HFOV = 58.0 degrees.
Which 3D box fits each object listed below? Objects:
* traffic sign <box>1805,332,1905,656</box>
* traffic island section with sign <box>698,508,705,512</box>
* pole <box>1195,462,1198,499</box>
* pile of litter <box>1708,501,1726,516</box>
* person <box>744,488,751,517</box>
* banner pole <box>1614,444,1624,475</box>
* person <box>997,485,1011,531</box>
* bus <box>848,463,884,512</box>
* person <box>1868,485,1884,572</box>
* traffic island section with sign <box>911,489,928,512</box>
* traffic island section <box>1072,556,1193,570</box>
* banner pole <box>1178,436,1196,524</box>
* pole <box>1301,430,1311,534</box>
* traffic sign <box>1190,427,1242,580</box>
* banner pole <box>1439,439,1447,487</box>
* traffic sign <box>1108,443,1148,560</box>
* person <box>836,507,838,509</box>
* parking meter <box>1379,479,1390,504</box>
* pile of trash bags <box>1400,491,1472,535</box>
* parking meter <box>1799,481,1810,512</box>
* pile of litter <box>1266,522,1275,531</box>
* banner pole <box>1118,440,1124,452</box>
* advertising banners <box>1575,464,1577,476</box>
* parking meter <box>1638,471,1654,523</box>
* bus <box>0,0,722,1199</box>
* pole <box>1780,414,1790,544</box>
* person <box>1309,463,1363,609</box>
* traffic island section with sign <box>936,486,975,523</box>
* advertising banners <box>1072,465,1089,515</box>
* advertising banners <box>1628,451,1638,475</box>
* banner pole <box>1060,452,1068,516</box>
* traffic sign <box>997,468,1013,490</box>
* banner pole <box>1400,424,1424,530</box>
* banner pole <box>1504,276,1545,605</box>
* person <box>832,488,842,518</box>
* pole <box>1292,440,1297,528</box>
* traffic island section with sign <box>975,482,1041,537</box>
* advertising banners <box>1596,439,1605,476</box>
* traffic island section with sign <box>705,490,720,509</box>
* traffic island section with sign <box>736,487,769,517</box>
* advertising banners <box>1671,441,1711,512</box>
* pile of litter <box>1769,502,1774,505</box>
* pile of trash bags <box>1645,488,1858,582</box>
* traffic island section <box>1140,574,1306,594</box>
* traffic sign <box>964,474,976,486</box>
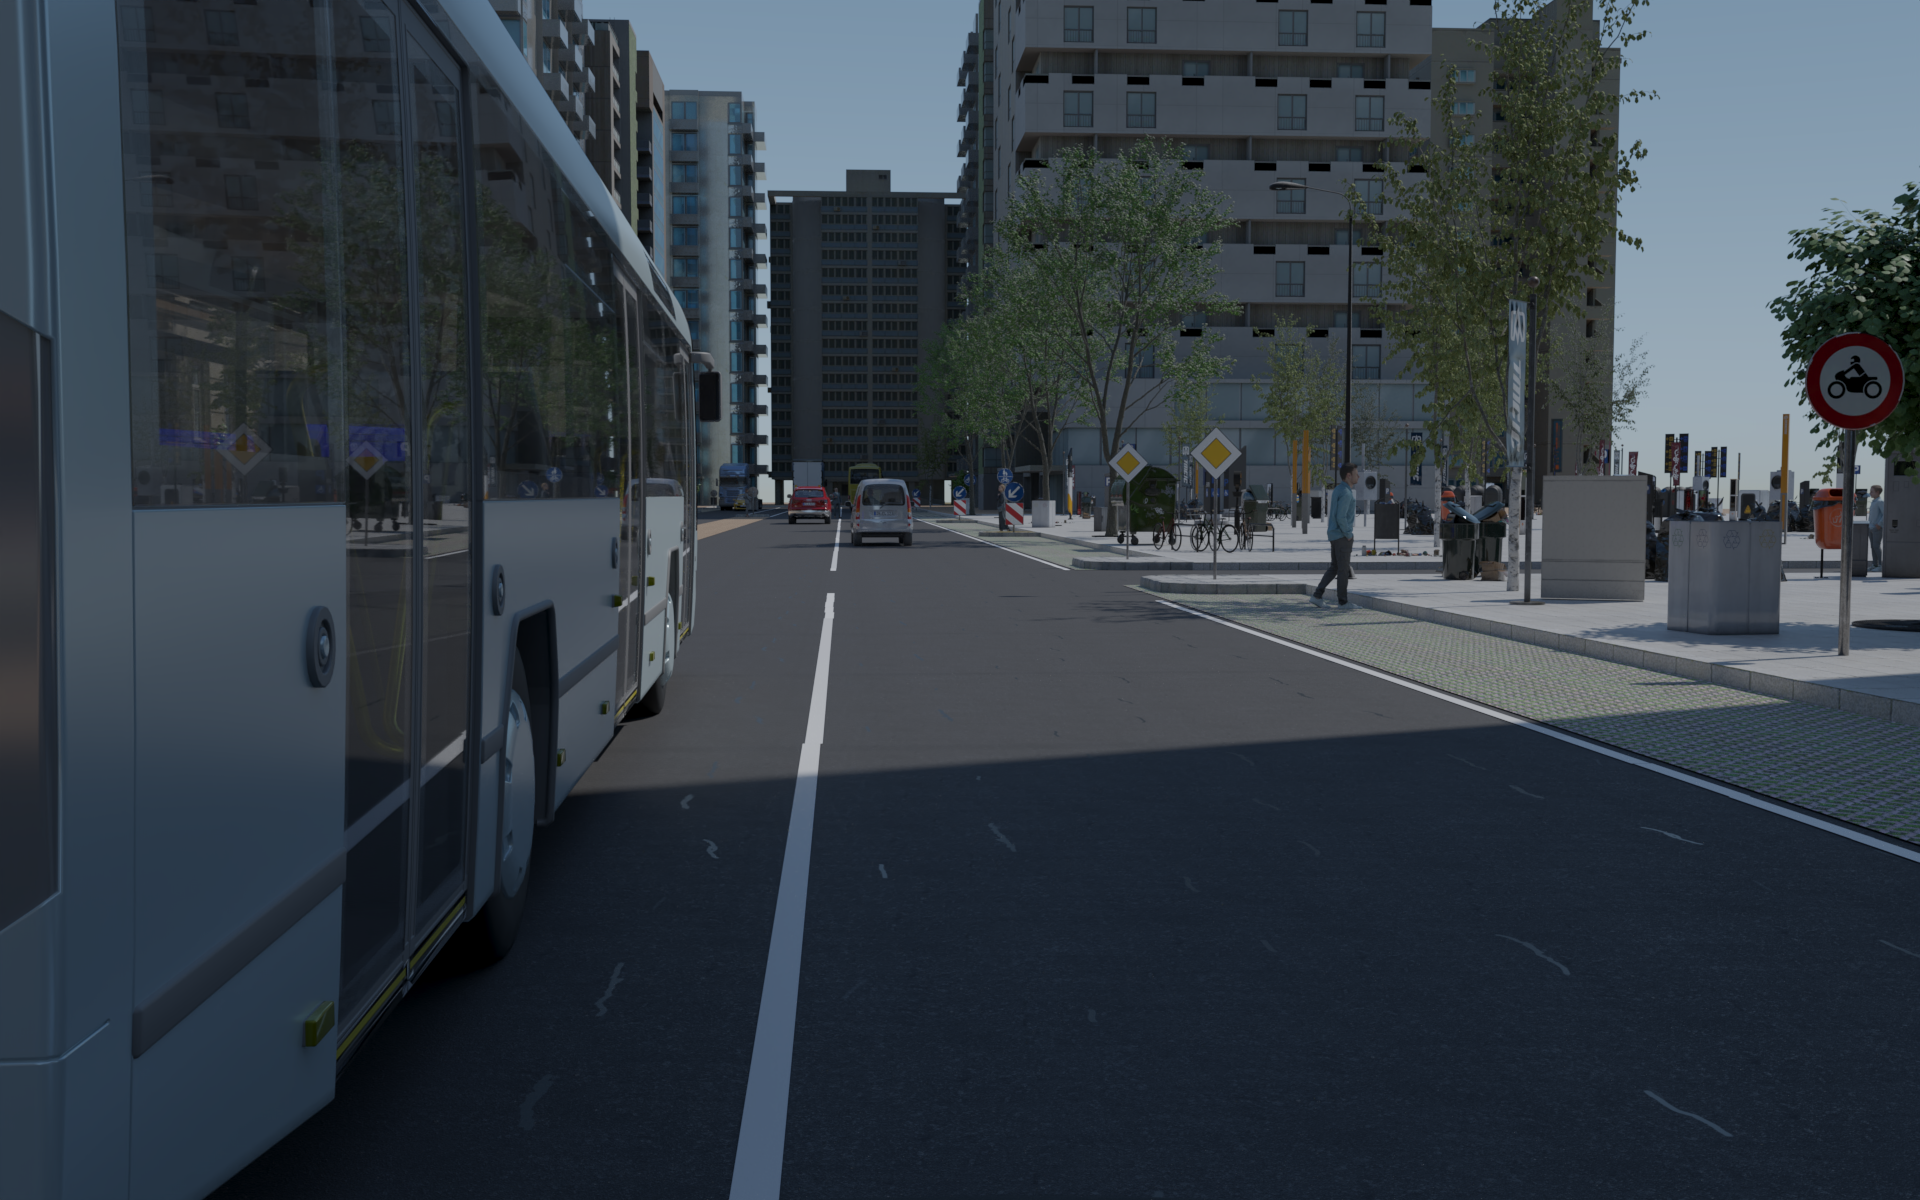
[{"bbox_3d":[7.029,-0.831,13.701,0.768,2.556,0.104,0,4,2],"label":"traffic sign"},{"bbox_3d":[-21.098,-7.696,134.457,1.989,1.847,2.006,0,4,-4],"label":"traffic island section with sign"},{"bbox_3d":[14.796,-6.998,108.255,0.158,3.312,0.155,0,3,0],"label":"pole"},{"bbox_3d":[44.890,-5.449,103.058,1.176,0.858,1.719,0,4,6],"label":"pile of litter"},{"bbox_3d":[-12.900,-5.921,105.589,0.573,1.790,0.520,-3,5,-43],"label":"person"},{"bbox_3d":[32.967,-5.914,86.706,0.863,3.779,0.401,-2,4,-30],"label":"banner pole"},{"bbox_3d":[1.568,-3.286,62.647,0.534,1.772,0.576,-1,4,-13],"label":"person"},{"bbox_3d":[-7.508,-8.999,138.680,2.896,3.916,12.252,0,4,-2],"label":"bus"},{"bbox_3d":[16.973,-1.333,32.098,0.330,1.601,0.589,1,4,14],"label":"person"},{"bbox_3d":[-3.554,-7.759,135.486,1.989,1.847,2.006,0,4,-4],"label":"traffic island section with sign"},{"bbox_3d":[3.303,-0.714,33.961,2.009,0.180,2.903,0,4,-4],"label":"traffic island section"},{"bbox_3d":[9.706,-5.219,75.351,0.863,3.779,0.401,-3,4,-36],"label":"banner pole"},{"bbox_3d":[11.067,-3.771,55.500,0.158,3.312,0.155,0,3,0],"label":"pole"},{"bbox_3d":[3.818,-1.362,25.916,0.795,2.450,0.064,0,4,-4],"label":"traffic sign"},{"bbox_3d":[21.843,-5.405,78.387,0.401,3.779,0.863,-1,4,-12],"label":"banner pole"},{"bbox_3d":[3.280,-1.850,33.883,0.795,2.450,0.064,0,4,-4],"label":"traffic sign"},{"bbox_3d":[-12.110,-9.747,168.394,0.750,1.759,0.617,3,5,43],"label":"person"},{"bbox_3d":[16.236,-3.701,66.215,0.399,1.863,0.255,-3,5,-41],"label":"parking meter"},{"bbox_3d":[15.021,-2.715,54.145,1.912,1.369,3.447,0,4,6],"label":"pile of trash bags"},{"bbox_3d":[36.530,-4.235,74.945,0.255,1.863,0.399,0,4,-7],"label":"parking meter"},{"bbox_3d":[10.592,-2.875,60.978,1.719,0.858,1.176,-3,5,-44],"label":"pile of litter"},{"bbox_3d":[7.530,-5.574,81.145,0.401,3.779,0.863,-1,4,-14],"label":"banner pole"},{"bbox_3d":[31.850,-5.692,89.251,0.090,3.025,2.074,1,4,12],"label":"advertising banners"},{"bbox_3d":[17.270,-2.319,43.627,0.399,1.863,0.255,1,4,23],"label":"parking meter"},{"bbox_3d":[-2.884,-0.825,8.341,2.948,3.499,13.247,0,4,-5],"label":"bus"},{"bbox_3d":[20.986,-3.072,44.074,0.158,3.312,0.155,0,3,0],"label":"pole"},{"bbox_3d":[4.688,-0.798,21.568,0.620,1.820,0.660,0,4,-4],"label":"person"},{"bbox_3d":[-0.170,-4.706,85.573,1.989,1.847,2.006,0,4,-4],"label":"traffic island section with sign"},{"bbox_3d":[7.238,-6.653,104.969,0.090,3.025,2.074,3,4,37],"label":"advertising banners"},{"bbox_3d":[27.233,-4.614,71.630,0.090,3.025,2.074,-2,4,-24],"label":"advertising banners"},{"bbox_3d":[6.302,-6.882,102.543,0.863,3.779,0.401,-3,5,-40],"label":"banner pole"},{"bbox_3d":[2.236,-5.249,85.932,0.768,2.556,0.104,0,4,1],"label":"traffic sign"},{"bbox_3d":[16.098,-4.383,61.681,0.863,3.779,0.401,-1,4,-15],"label":"banner pole"},{"bbox_3d":[6.441,-1.825,19.859,0.401,3.779,0.863,3,5,42],"label":"banner pole"},{"bbox_3d":[-7.413,-5.867,104.601,0.661,1.801,0.590,-2,4,-28],"label":"person"},{"bbox_3d":[12.739,-4.410,65.954,0.158,3.312,0.155,0,3,0],"label":"pole"},{"bbox_3d":[1.647,-3.051,58.505,1.989,1.847,2.006,0,4,-4],"label":"traffic island section with sign"},{"bbox_3d":[20.519,-3.583,54.766,0.090,3.025,2.074,0,4,4],"label":"advertising banners"},{"bbox_3d":[-22.955,-9.376,161.924,1.989,1.847,2.006,0,4,-4],"label":"traffic island section with sign"},{"bbox_3d":[-12.912,-6.098,107.839,2.006,1.907,1.989,0,4,-4],"label":"traffic island section with sign"},{"bbox_3d":[24.071,-3.728,57.143,0.090,3.025,2.074,-1,4,-12],"label":"advertising banners"},{"bbox_3d":[45.651,-5.057,96.643,1.176,0.858,1.719,1,4,13],"label":"pile of litter"},{"bbox_3d":[11.745,-0.998,26.077,3.447,1.369,1.912,0,4,-3],"label":"pile of trash bags"},{"bbox_3d":[3.841,-0.227,25.994,2.009,0.180,2.903,0,4,-4],"label":"traffic island section"},{"bbox_3d":[0.636,-6.614,108.247,0.768,2.556,0.104,0,4,4],"label":"traffic sign"}]
